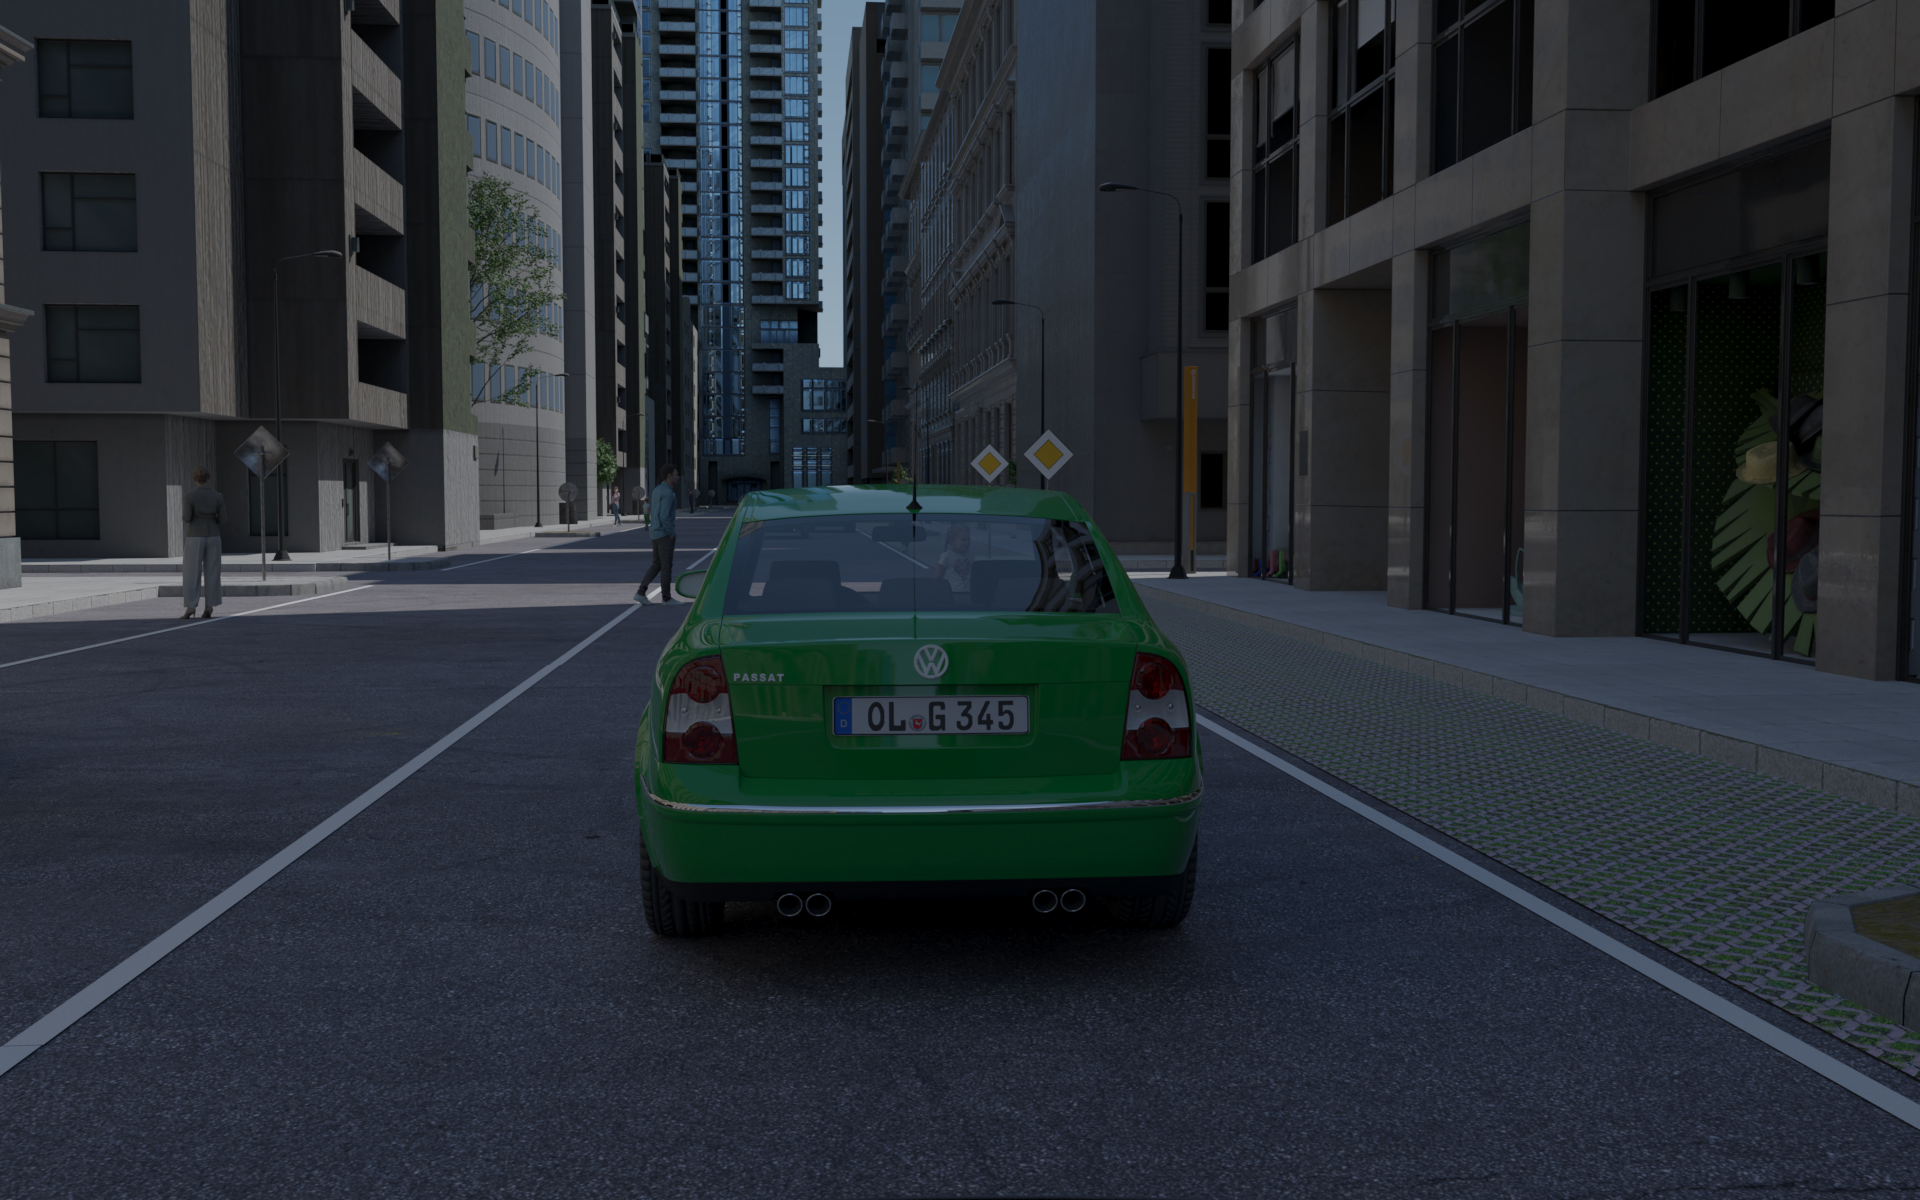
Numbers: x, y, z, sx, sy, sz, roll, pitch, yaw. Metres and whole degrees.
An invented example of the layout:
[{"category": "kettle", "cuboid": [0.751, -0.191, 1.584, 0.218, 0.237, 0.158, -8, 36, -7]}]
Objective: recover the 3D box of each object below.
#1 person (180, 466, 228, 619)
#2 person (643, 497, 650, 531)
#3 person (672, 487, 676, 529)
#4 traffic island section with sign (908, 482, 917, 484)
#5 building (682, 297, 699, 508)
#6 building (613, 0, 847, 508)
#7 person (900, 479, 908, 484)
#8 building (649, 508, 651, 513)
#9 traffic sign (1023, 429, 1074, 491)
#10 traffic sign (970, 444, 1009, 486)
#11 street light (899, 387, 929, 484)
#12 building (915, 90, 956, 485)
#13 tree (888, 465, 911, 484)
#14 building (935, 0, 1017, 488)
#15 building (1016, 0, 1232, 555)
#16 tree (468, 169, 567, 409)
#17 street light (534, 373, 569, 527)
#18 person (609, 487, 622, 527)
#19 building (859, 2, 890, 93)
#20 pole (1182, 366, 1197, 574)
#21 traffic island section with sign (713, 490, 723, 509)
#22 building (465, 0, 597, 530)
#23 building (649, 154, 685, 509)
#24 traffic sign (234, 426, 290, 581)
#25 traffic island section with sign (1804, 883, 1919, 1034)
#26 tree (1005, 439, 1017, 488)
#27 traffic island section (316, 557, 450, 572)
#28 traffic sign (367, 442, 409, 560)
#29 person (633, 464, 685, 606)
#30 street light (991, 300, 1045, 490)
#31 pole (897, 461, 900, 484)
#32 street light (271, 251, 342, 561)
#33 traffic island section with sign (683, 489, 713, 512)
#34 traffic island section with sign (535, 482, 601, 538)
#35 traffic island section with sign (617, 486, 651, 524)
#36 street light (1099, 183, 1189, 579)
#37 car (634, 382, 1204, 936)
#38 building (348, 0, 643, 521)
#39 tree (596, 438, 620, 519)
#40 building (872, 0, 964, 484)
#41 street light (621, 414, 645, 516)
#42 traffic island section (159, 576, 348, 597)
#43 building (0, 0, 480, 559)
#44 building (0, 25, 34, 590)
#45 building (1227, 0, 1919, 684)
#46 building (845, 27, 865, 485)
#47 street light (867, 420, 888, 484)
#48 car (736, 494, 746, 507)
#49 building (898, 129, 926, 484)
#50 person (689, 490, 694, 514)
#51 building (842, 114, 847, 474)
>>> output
[{"category": "person", "cuboid": [-8.741, -0.668, 19.977, 0.519, 1.759, 0.362, -3, 5, -42]}, {"category": "person", "cuboid": [-12.077, -3.301, 66.723, 0.306, 1.304, 0.590, 0, 4, 7]}, {"category": "person", "cuboid": [-11.124, -3.536, 66.535, 0.478, 1.798, 0.641, 2, 4, 28]}, {"category": "traffic island section with sign", "cuboid": [-1.767, -3.091, 59.162, 1.989, 1.847, 2.006, 0, 4, -6]}, {"category": "building", "cuboid": [-40.997, -19.848, 169.556, 28.899, 21.520, 27.650, 0, 4, -6]}, {"category": "building", "cuboid": [-29.096, -54.291, 200.324, 31.000, 86.520, 22.319, 0, 4, -6]}, {"category": "person", "cuboid": [-1.433, -2.061, 42.383, 0.709, 1.800, 0.728, -1, 4, -9]}, {"category": "building", "cuboid": [-32.716, -49.464, 121.402, 22.319, 86.520, 31.000, 0, 4, -6]}, {"category": "traffic sign", "cuboid": [1.356, -1.407, 26.650, 0.795, 2.450, 0.064, 0, 4, -6]}, {"category": "traffic sign", "cuboid": [0.588, -1.893, 34.598, 0.795, 2.450, 0.064, 0, 4, -6]}, {"category": "street light", "cuboid": [-1.935, -6.288, 75.356, 1.470, 5.913, 1.316, 0, 4, -6]}, {"category": "building", "cuboid": [3.418, -14.202, 81.361, 9.793, 20.994, 18.267, 0, 4, -6]}, {"category": "tree", "cuboid": [-4.173, -7.428, 116.047, 1.663, 3.219, 1.824, 0, 3, 0]}, {"category": "building", "cuboid": [5.740, -13.799, 61.772, 11.583, 22.565, 21.152, 0, 4, -6]}, {"category": "building", "cuboid": [17.092, -13.651, 42.264, 30.058, 24.678, 14.314, 0, 4, -6]}, {"category": "tree", "cuboid": [-15.554, -7.743, 52.355, 9.928, 11.665, 9.643, 0, 3, 0]}, {"category": "street light", "cuboid": [-15.733, -5.762, 66.745, 1.470, 5.913, 1.316, 0, 4, -6]}, {"category": "person", "cuboid": [-15.121, -4.108, 76.258, 0.643, 1.750, 0.593, -3, 4, -37]}, {"category": "building", "cuboid": [-1.858, -31.002, 156.998, 14.600, 45.320, 14.200, 0, 4, -6]}, {"category": "pole", "cuboid": [3.690, -2.076, 27.791, 0.158, 3.312, 0.155, 0, 3, 0]}, {"category": "traffic island section with sign", "cuboid": [-23.194, -9.396, 162.256, 1.989, 1.847, 2.006, 0, 4, -6]}, {"category": "building", "cuboid": [-27.276, -32.299, 70.082, 21.231, 58.520, 28.212, 0, 4, -6]}, {"category": "building", "cuboid": [-30.894, -22.909, 146.262, 14.160, 30.474, 14.107, 0, 4, -6]}, {"category": "traffic sign", "cuboid": [-10.286, -1.340, 25.549, 0.795, 2.450, 0.064, 0, 4, -6]}, {"category": "traffic island section with sign", "cuboid": [3.510, 0.241, 4.682, 1.989, 1.847, 2.006, 0, 4, -6]}, {"category": "tree", "cuboid": [1.903, -3.401, 50.212, 1.663, 3.219, 1.824, 0, 3, 0]}, {"category": "traffic island section", "cuboid": [-11.077, -0.690, 33.557, 2.009, 0.180, 2.903, 0, 4, -6]}, {"category": "traffic sign", "cuboid": [-11.055, -1.826, 33.497, 0.795, 2.450, 0.064, 0, 4, -6]}, {"category": "person", "cuboid": [-3.876, -0.840, 22.256, 0.620, 1.820, 0.660, -2, 4, -31]}, {"category": "street light", "cuboid": [1.448, -4.221, 41.561, 1.470, 5.913, 1.316, 0, 4, -6]}, {"category": "pole", "cuboid": [-3.813, -6.948, 107.437, 0.158, 3.312, 0.155, 0, 3, 0]}, {"category": "street light", "cuboid": [-12.502, -3.709, 33.175, 1.470, 5.913, 1.316, 0, 4, -6]}, {"category": "traffic island section with sign", "cuboid": [-20.602, -7.755, 135.425, 1.989, 1.847, 2.006, 0, 4, -6]}, {"category": "traffic island section with sign", "cuboid": [-13.120, -3.024, 58.078, 1.989, 1.847, 2.006, 0, 4, -6]}, {"category": "traffic island section with sign", "cuboid": [-15.733, -4.671, 85.006, 1.989, 1.847, 2.006, 0, 4, -6]}, {"category": "street light", "cuboid": [2.769, -3.274, 26.066, 1.470, 5.913, 1.316, 0, 4, -6]}, {"category": "car", "cuboid": [-0.231, 0.108, 7.034, 1.959, 1.807, 4.718, 0, 4, -4]}, {"category": "building", "cuboid": [-25.948, -20.098, 100.307, 14.160, 30.474, 14.107, 0, 4, -6]}, {"category": "tree", "cuboid": [-19.528, -6.569, 91.117, 4.285, 4.588, 4.351, 0, 3, 0]}, {"category": "building", "cuboid": [5.381, -31.516, 134.898, 23.786, 49.044, 30.456, 0, 4, -6]}, {"category": "street light", "cuboid": [-18.904, -7.803, 100.113, 1.470, 5.913, 1.316, 0, 4, -6]}, {"category": "traffic island section", "cuboid": [-10.309, -0.204, 25.609, 2.009, 0.180, 2.903, 0, 4, -6]}, {"category": "building", "cuboid": [-19.584, -16.373, 39.394, 14.160, 30.474, 14.107, 0, 4, -6]}, {"category": "building", "cuboid": [-29.277, -12.065, 16.353, 34.723, 24.649, 14.460, 0, 4, -6]}, {"category": "building", "cuboid": [15.379, -12.595, 10.447, 19.350, 26.468, 34.151, 0, 4, -6]}, {"category": "building", "cuboid": [-0.508, -33.717, 174.979, 21.300, 48.544, 21.600, 0, 4, -6]}, {"category": "street light", "cuboid": [-5.140, -8.349, 109.047, 1.470, 5.913, 1.316, 0, 4, -6]}, {"category": "car", "cuboid": [-17.681, -8.143, 144.943, 2.131, 1.459, 4.920, 0, 4, -5]}, {"category": "building", "cuboid": [2.536, -16.604, 100.357, 11.050, 23.489, 19.941, 0, 4, -6]}, {"category": "person", "cuboid": [-19.681, -7.181, 126.828, 0.530, 1.710, 0.541, 1, 4, 15]}, {"category": "building", "cuboid": [-6.304, -33.674, 200.684, 14.200, 45.320, 14.600, 0, 4, -6]}]
